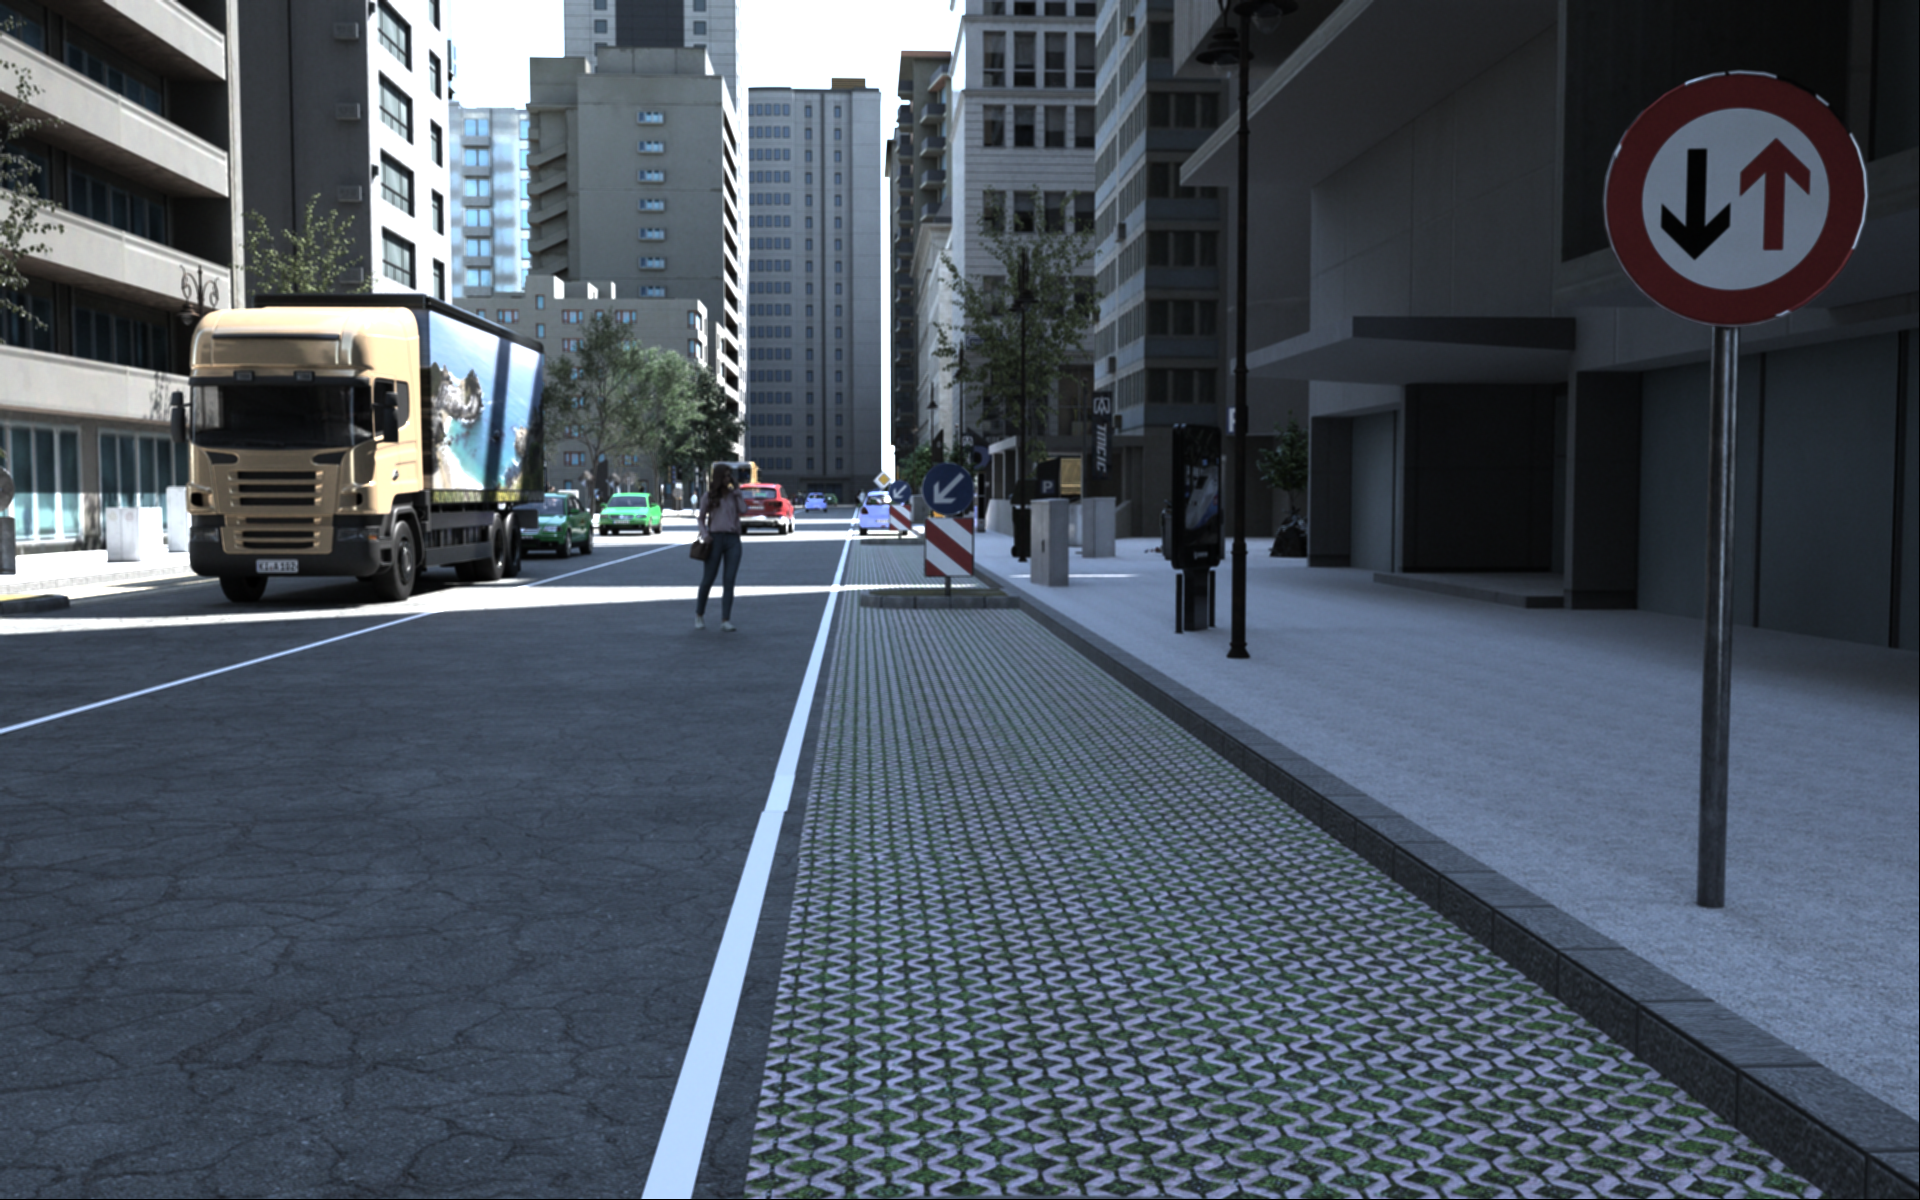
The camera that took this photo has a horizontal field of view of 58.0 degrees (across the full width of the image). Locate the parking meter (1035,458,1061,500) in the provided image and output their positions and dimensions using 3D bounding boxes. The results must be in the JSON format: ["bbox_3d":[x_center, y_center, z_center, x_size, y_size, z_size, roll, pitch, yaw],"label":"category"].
[{"bbox_3d":[1.416,-1.357,27.904,0.399,1.863,0.255,1,4,12],"label":"parking meter"}]

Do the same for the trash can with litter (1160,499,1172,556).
[{"bbox_3d":[4.654,-1.492,35.782,1.055,1.170,0.624,1,4,9],"label":"trash can with litter"}]

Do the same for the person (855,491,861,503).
[{"bbox_3d":[-11.164,-11.304,193.287,1.348,1.831,0.705,2,4,24],"label":"person"}]

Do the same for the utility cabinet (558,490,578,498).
[{"bbox_3d":[-24.115,-5.990,106.618,1.173,1.500,0.318,0,4,4],"label":"utility cabinet"}]

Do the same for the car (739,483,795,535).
[{"bbox_3d":[-7.101,-3.274,62.200,2.281,1.827,5.304,0,4,-2],"label":"car"}]

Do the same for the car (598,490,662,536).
[{"bbox_3d":[-11.644,-3.210,61.285,1.959,1.807,4.718,0,4,-3],"label":"car"}]

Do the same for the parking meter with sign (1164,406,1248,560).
[{"bbox_3d":[4.799,-2.303,33.907,1.738,3.016,0.543,-2,4,-34],"label":"parking meter with sign"}]

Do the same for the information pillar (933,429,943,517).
[{"bbox_3d":[-0.777,-4.353,62.527,0.183,3.616,0.504,-3,5,-42],"label":"information pillar"}]

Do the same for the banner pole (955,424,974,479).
[{"bbox_3d":[0.108,-4.420,62.284,0.863,3.779,0.401,0,4,-2],"label":"banner pole"}]

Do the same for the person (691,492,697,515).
[{"bbox_3d":[-18.177,-6.623,118.593,0.330,1.601,0.589,-3,4,-37],"label":"person"}]

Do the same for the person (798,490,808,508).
[{"bbox_3d":[-15.529,-10.088,173.529,1.350,1.814,0.705,0,4,-1],"label":"person"}]

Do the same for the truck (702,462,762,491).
[{"bbox_3d":[-13.725,-6.735,106.035,3.469,3.379,9.791,0,4,-4],"label":"truck"}]

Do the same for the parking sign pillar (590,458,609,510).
[{"bbox_3d":[-26.979,-8.636,129.669,1.447,3.967,1.447,0,4,-7],"label":"parking sign pillar"}]

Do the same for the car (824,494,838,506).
[{"bbox_3d":[-15.714,-12.039,208.631,2.131,1.459,4.920,0,4,-2],"label":"car"}]

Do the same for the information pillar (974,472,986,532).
[{"bbox_3d":[0.661,-3.273,57.999,0.304,2.012,0.304,-1,4,-22],"label":"information pillar"}]

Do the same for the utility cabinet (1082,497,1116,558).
[{"bbox_3d":[2.818,-1.469,35.185,0.306,1.237,1.020,2,4,29],"label":"utility cabinet"}]

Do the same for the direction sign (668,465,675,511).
[{"bbox_3d":[-22.468,-8.743,134.944,0.876,3.537,0.379,3,5,40],"label":"direction sign"}]

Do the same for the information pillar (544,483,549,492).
[{"bbox_3d":[-27.303,-6.717,114.320,0.304,2.012,0.304,-1,4,-21],"label":"information pillar"}]

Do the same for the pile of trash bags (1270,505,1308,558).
[{"bbox_3d":[8.111,-1.600,35.918,3.447,1.369,1.912,-3,5,-41],"label":"pile of trash bags"}]

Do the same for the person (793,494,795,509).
[{"bbox_3d":[-15.685,-9.305,163.897,0.557,1.426,1.065,0,4,-4],"label":"person"}]

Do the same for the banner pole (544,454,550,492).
[{"bbox_3d":[-26.014,-7.260,108.724,0.863,3.779,0.401,-1,4,-22],"label":"banner pole"}]

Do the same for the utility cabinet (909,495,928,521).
[{"bbox_3d":[-1.945,-4.348,82.255,0.306,1.237,1.020,3,5,42],"label":"utility cabinet"}]

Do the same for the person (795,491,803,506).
[{"bbox_3d":[-19.498,-12.290,209.530,1.350,1.814,0.705,-2,4,-25],"label":"person"}]

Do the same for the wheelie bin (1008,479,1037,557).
[{"bbox_3d":[1.433,-1.676,35.304,0.980,1.594,0.693,2,4,29],"label":"wheelie bin"}]

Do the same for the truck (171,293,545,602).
[{"bbox_3d":[-8.710,-2.298,26.492,2.839,4.237,11.283,0,4,-2],"label":"truck"}]

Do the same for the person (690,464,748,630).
[{"bbox_3d":[-2.581,-0.566,18.345,0.593,1.750,0.643,-1,4,-20],"label":"person"}]

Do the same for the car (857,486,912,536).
[{"bbox_3d":[-2.652,-3.117,60.555,1.945,1.707,3.694,0,4,-2],"label":"car"}]

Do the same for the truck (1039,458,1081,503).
[{"bbox_3d":[7.417,-4.894,75.934,9.791,3.379,3.469,0,4,-2],"label":"truck"}]

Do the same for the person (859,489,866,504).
[{"bbox_3d":[-8.543,-8.829,152.726,0.514,1.842,0.818,-3,5,-43],"label":"person"}]

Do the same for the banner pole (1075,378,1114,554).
[{"bbox_3d":[2.895,-2.886,37.207,0.863,3.779,0.401,2,4,25],"label":"banner pole"}]

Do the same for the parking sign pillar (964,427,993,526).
[{"bbox_3d":[0.819,-4.950,69.401,1.447,3.967,1.447,2,4,27],"label":"parking sign pillar"}]

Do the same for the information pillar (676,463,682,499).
[{"bbox_3d":[-21.425,-8.611,132.138,0.504,3.616,0.183,-2,4,-34],"label":"information pillar"}]

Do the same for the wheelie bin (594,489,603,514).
[{"bbox_3d":[-23.302,-6.311,111.093,0.693,1.594,0.980,-3,5,-41],"label":"wheelie bin"}]

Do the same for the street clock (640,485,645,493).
[{"bbox_3d":[-25.428,-8.193,138.518,0.471,2.002,0.358,1,4,16],"label":"street clock"}]

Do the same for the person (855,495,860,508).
[{"bbox_3d":[-10.726,-10.488,183.162,0.799,1.438,0.628,1,4,15],"label":"person"}]

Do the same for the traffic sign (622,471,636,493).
[{"bbox_3d":[-18.438,-5.896,96.503,0.768,2.556,0.104,0,4,1],"label":"traffic sign"}]

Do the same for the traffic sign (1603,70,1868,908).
[{"bbox_3d":[2.342,-0.319,5.325,0.768,2.556,0.104,0,4,6],"label":"traffic sign"}]

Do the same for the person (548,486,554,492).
[{"bbox_3d":[-17.635,-4.052,75.085,0.374,1.781,0.599,-3,5,-39],"label":"person"}]

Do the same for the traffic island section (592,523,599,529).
[{"bbox_3d":[-15.742,-3.461,78.872,2.009,0.180,2.903,0,4,-3],"label":"traffic island section"}]

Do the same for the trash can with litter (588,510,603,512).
[{"bbox_3d":[-26.827,-7.025,125.922,2.233,1.210,1.678,-1,4,-16],"label":"trash can with litter"}]

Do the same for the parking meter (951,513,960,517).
[{"bbox_3d":[-0.152,-3.173,60.288,0.372,1.533,0.369,0,3,0],"label":"parking meter"}]

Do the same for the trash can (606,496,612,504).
[{"bbox_3d":[-25.763,-7.103,127.795,0.748,1.137,0.748,0,3,0],"label":"trash can"}]

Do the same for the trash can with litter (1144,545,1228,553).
[{"bbox_3d":[4.807,-1.660,38.206,1.678,1.210,2.233,-1,4,-16],"label":"trash can with litter"}]

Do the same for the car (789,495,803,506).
[{"bbox_3d":[-20.516,-12.426,215.750,1.945,1.354,3.894,0,4,-1],"label":"car"}]

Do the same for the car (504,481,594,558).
[{"bbox_3d":[-9.637,-1.904,39.923,1.959,1.807,4.718,0,4,-2],"label":"car"}]

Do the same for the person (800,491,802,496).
[{"bbox_3d":[-20.814,-13.325,226.456,1.348,1.812,0.705,0,4,1],"label":"person"}]

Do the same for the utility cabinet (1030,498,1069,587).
[{"bbox_3d":[1.256,-0.815,24.492,0.306,1.237,1.020,-1,4,-13],"label":"utility cabinet"}]

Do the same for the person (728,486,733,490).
[{"bbox_3d":[-10.393,-4.269,78.469,0.661,1.801,0.590,1,4,15],"label":"person"}]

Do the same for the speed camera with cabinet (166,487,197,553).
[{"bbox_3d":[-16.708,-2.706,38.575,0.660,3.252,2.038,1,4,19],"label":"speed camera with cabinet"}]

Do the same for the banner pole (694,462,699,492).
[{"bbox_3d":[-20.702,-8.923,135.903,0.401,3.779,0.863,2,4,24],"label":"banner pole"}]

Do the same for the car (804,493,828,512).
[{"bbox_3d":[-11.371,-7.790,136.954,1.945,1.707,3.694,0,4,-5],"label":"car"}]
